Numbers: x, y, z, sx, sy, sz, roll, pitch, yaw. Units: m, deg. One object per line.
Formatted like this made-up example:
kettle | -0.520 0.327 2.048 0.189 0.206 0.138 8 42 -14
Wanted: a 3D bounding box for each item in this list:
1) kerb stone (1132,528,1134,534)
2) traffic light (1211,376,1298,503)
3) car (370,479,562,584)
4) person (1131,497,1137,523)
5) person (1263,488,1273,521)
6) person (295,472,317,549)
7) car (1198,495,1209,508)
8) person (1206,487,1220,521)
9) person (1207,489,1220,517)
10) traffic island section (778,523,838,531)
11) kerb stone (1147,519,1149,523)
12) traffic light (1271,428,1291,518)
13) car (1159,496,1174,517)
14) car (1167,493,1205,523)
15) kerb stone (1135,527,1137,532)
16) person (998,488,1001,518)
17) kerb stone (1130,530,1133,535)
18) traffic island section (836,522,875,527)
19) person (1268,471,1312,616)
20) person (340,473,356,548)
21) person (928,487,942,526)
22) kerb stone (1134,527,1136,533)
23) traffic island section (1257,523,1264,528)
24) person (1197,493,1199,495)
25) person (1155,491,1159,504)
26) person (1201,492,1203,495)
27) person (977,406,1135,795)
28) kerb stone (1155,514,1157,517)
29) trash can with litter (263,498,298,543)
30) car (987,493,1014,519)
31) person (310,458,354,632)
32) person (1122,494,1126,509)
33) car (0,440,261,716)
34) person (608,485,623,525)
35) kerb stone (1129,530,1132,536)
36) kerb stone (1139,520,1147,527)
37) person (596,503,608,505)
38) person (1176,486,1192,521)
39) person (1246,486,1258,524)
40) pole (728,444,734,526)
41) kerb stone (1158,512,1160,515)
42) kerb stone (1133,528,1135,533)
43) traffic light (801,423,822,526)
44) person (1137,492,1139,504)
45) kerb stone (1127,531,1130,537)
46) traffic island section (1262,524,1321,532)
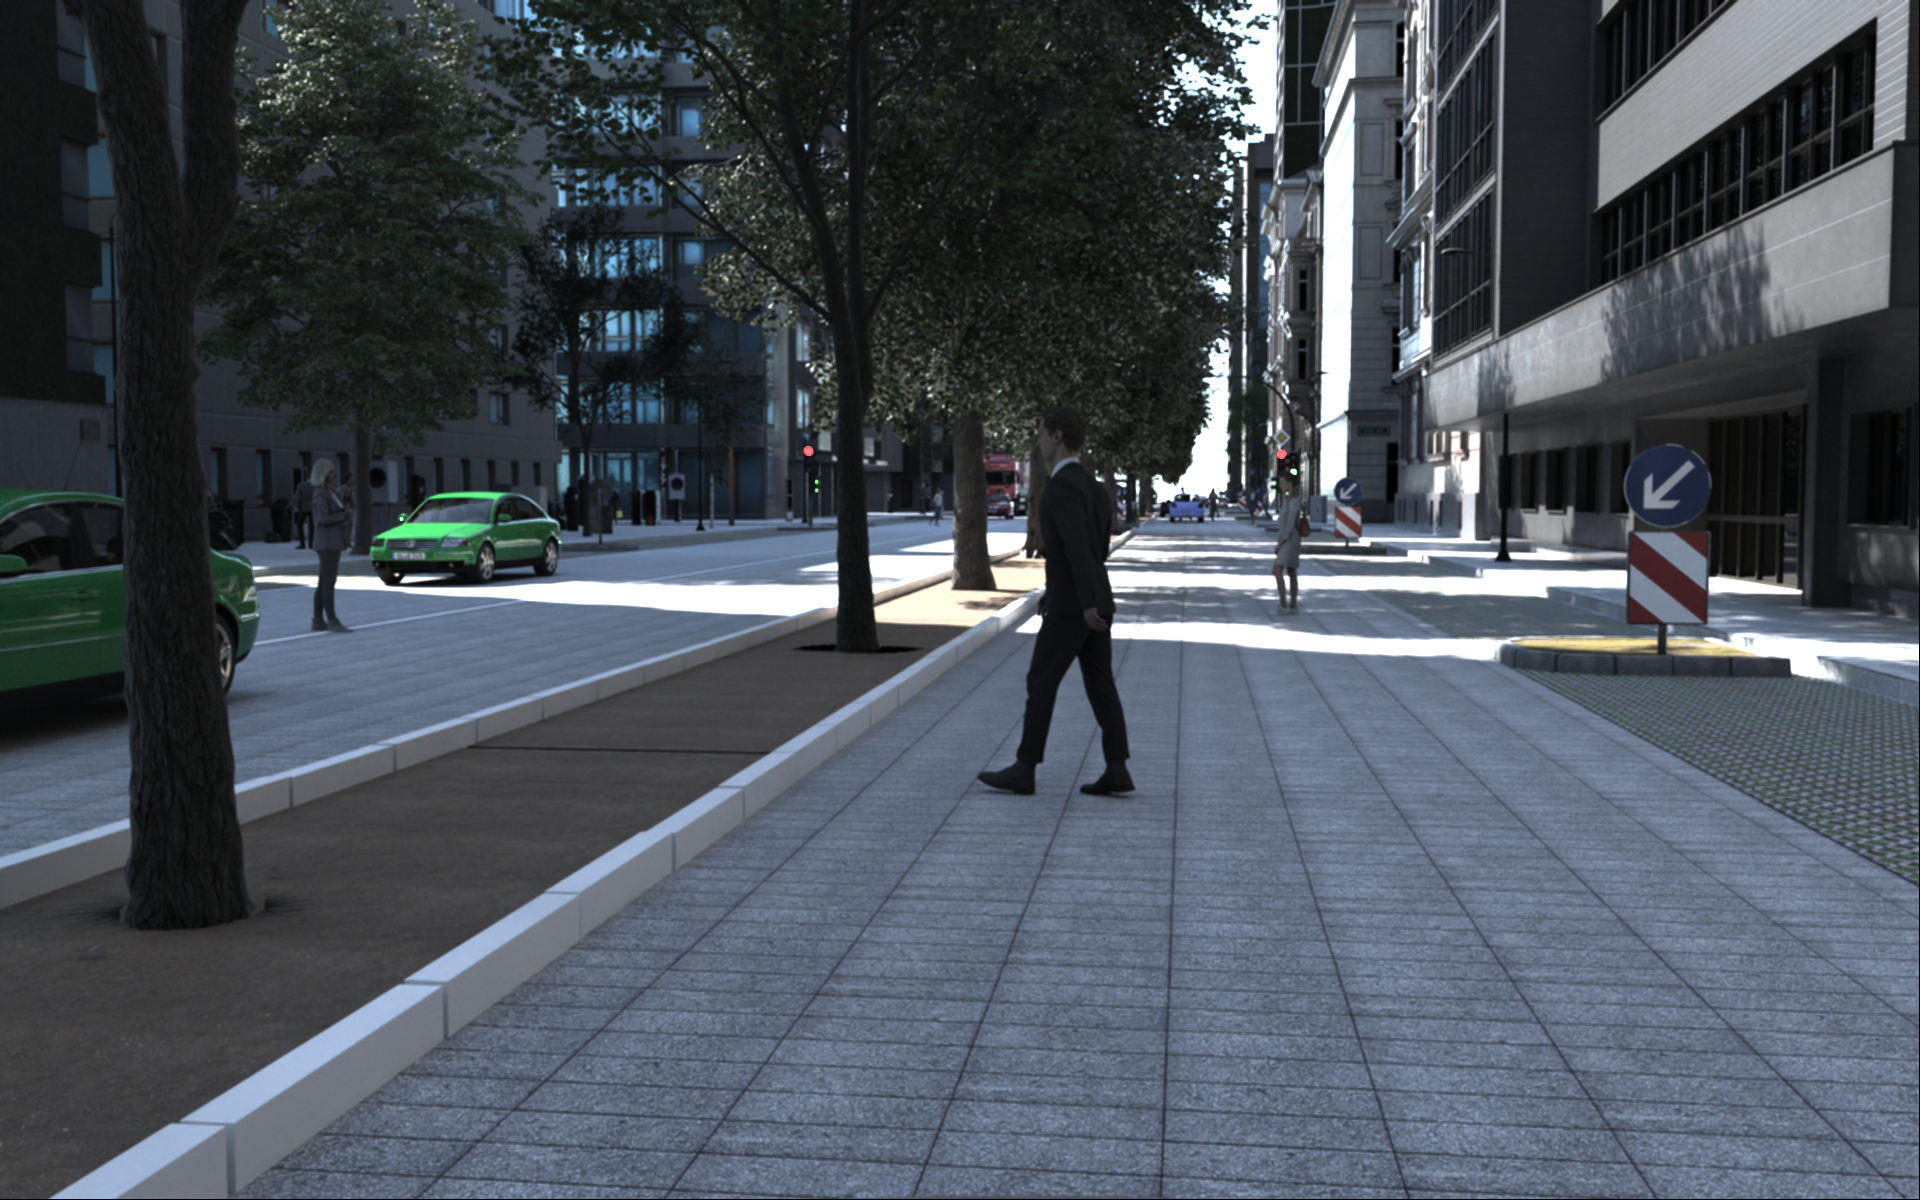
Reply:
kerb stone | 5.879 -2.310 59.997 0.120 0.150 1.000 0 4 7
traffic light | 10.605 -5.608 66.366 4.771 5.953 1.251 0 4 7
car | -8.199 -1.238 29.034 1.959 1.807 4.718 0 4 8
person | 8.468 -4.367 84.154 0.306 1.304 0.590 0 4 4
person | 16.245 -5.029 91.388 0.598 1.740 0.731 -1 4 -14
person | -15.305 -2.103 40.609 0.592 1.802 0.473 -1 4 -16
car | 25.270 -10.404 182.464 2.083 1.381 4.827 0 4 7
person | 13.544 -5.129 92.628 0.678 1.792 0.850 0 4 -6
person | 15.664 -6.003 106.915 0.850 1.792 0.678 -1 4 -21
traffic island section | -5.952 -2.845 68.796 2.009 0.180 2.903 0 4 7
kerb stone | 8.630 -3.588 80.851 0.120 0.150 1.000 0 4 7
traffic light | 13.732 -5.213 74.151 0.839 4.253 0.868 0 4 7
car | 13.297 -5.798 107.385 1.945 1.354 3.894 1 4 8
car | 11.553 -4.816 88.332 1.945 1.707 3.694 0 4 6
kerb stone | 6.285 -2.496 63.046 0.120 0.150 1.000 0 4 7
person | 2.467 -5.736 102.554 0.520 1.790 0.573 -3 5 -44
kerb stone | 5.622 -2.188 57.968 0.120 0.150 1.000 0 4 7
traffic island section | -4.910 -3.329 76.714 2.009 0.180 2.903 0 4 7
person | 3.916 -0.679 20.609 0.522 1.701 0.512 0 4 5
person | -14.546 -2.137 41.345 0.532 1.782 0.716 1 4 9
person | -1.140 -4.198 77.812 0.598 1.740 0.731 1 4 12
kerb stone | 6.150 -2.436 62.028 0.120 0.150 1.000 0 4 7
traffic island section | 13.770 -3.179 74.260 2.009 0.180 2.903 0 4 7
person | 39.426 -16.955 286.422 0.721 1.735 1.217 -2 4 -30
person | 28.679 -14.854 251.226 0.599 1.838 0.709 -3 4 -37
person | 35.782 -15.131 256.599 0.721 1.736 1.217 0 4 -5
person | 0.471 0.002 8.240 0.755 1.850 0.659 2 4 28
kerb stone | 11.037 -4.706 99.143 0.120 0.150 1.000 0 4 7
trash can with litter | -17.982 -2.105 45.807 0.624 1.170 1.055 0 4 0
car | 2.075 -5.518 99.266 2.155 1.783 4.494 0 4 7
person | -6.547 -0.578 18.135 0.526 1.800 0.537 0 4 5
person | 16.046 -9.683 166.762 0.705 1.831 1.348 3 4 38
car | -6.029 -0.092 10.293 1.959 1.807 4.718 0 4 7
person | -15.002 -4.011 74.292 0.699 1.804 1.509 -2 4 -31
kerb stone | 5.484 -2.126 56.947 0.120 0.150 1.000 0 4 7
kerb stone | 8.221 -3.399 77.795 0.120 0.150 1.000 0 4 7
person | -12.248 -3.242 59.155 0.391 1.810 0.635 0 4 2
person | 11.815 -5.070 91.354 0.822 1.834 0.622 1 4 14
person | 13.973 -4.528 82.559 0.581 1.822 0.654 2 4 34
pole | -9.243 -4.657 69.985 0.158 3.312 0.155 0 3 0
kerb stone | 12.366 -5.321 109.298 0.120 0.150 1.000 0 4 7
kerb stone | 6.017 -2.374 61.014 0.120 0.150 1.000 0 4 7
traffic light | -5.913 -4.877 68.657 0.839 4.253 0.868 0 4 7
person | 25.692 -14.660 248.851 0.621 1.740 0.551 1 4 22
kerb stone | 5.340 -2.064 55.935 0.120 0.150 1.000 0 4 7
traffic island section | 12.729 -2.695 66.343 2.009 0.180 2.903 0 4 7
